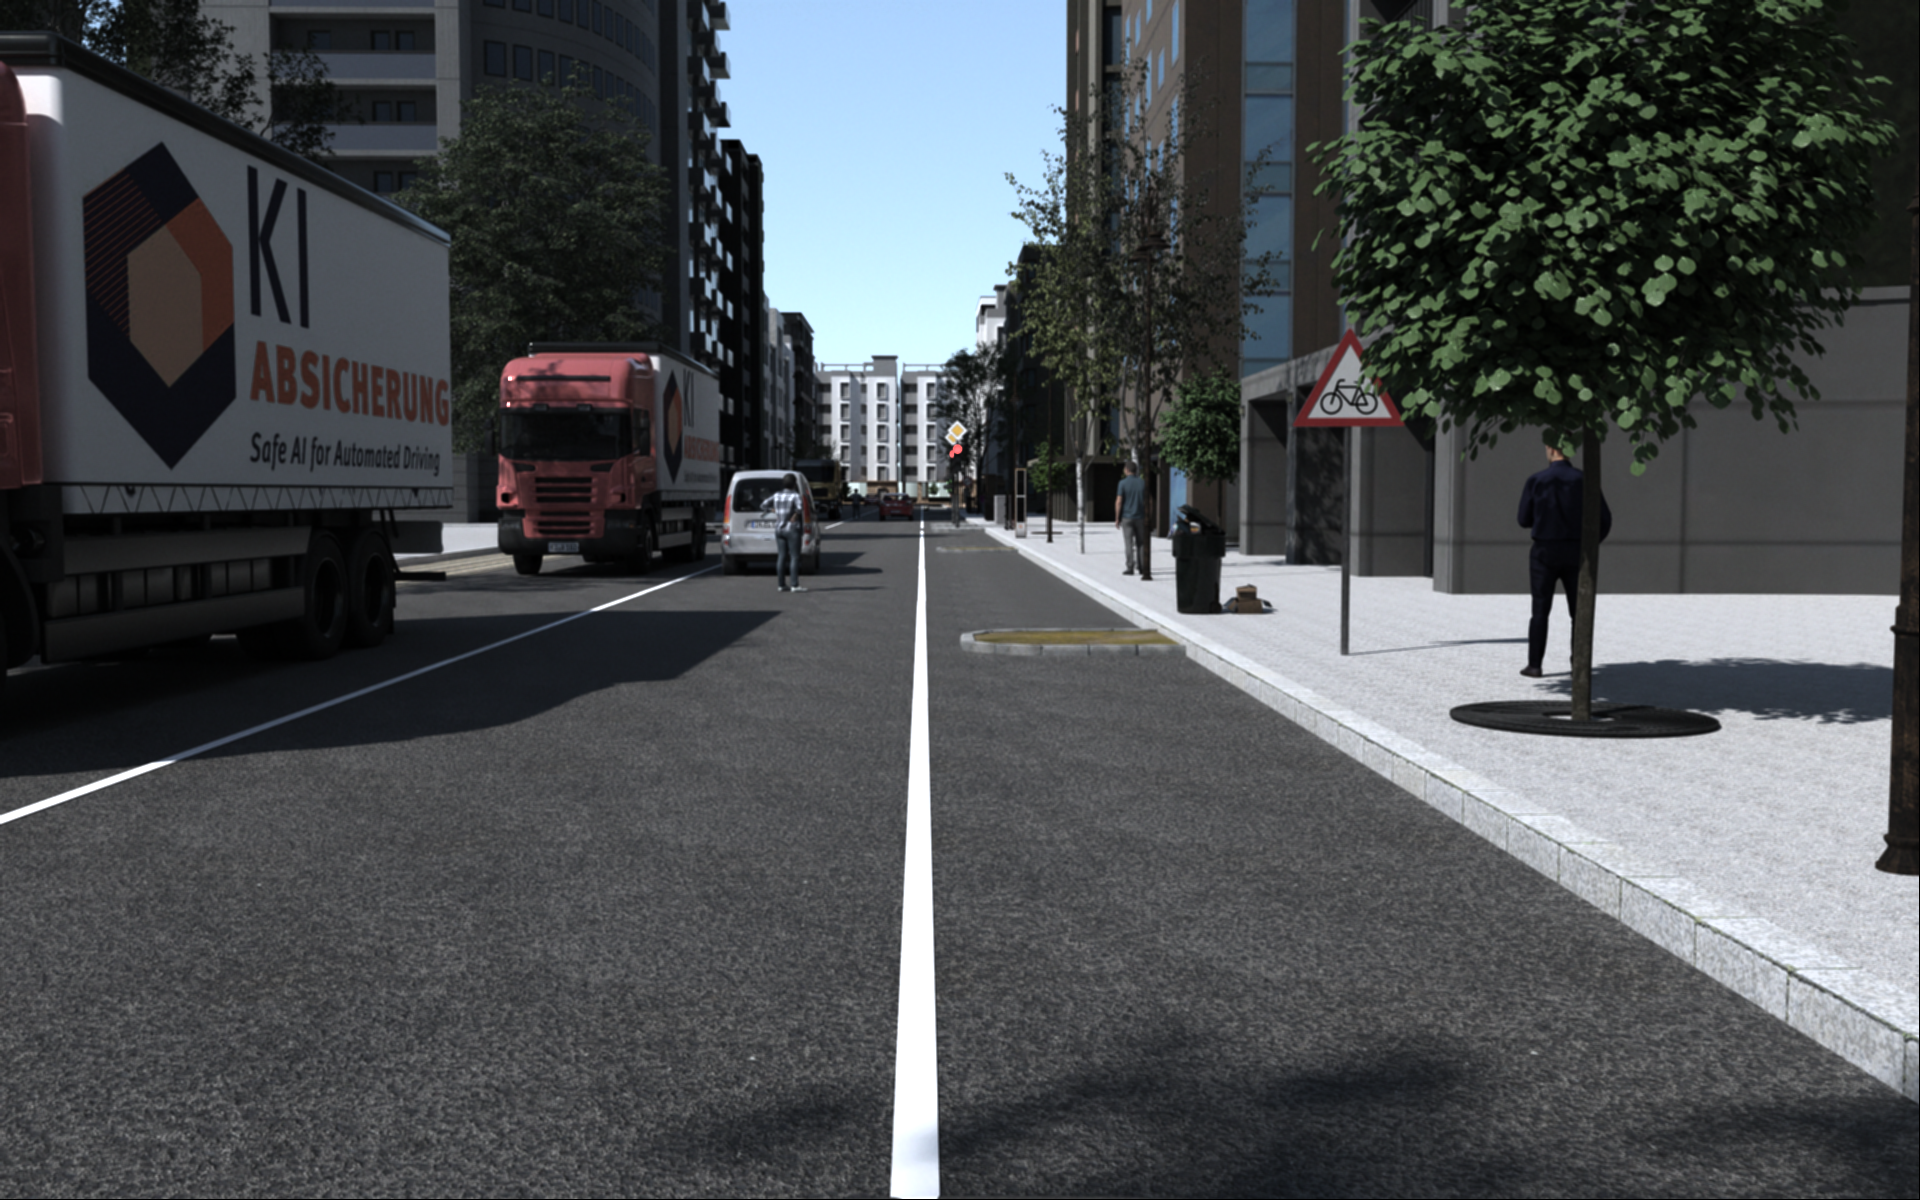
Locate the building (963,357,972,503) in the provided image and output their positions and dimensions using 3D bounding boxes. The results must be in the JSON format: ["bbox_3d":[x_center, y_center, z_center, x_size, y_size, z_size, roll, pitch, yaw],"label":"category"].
[{"bbox_3d":[8.861,-22.076,217.361,16.016,20.091,11.380,0,4,-1],"label":"building"}]

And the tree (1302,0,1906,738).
[{"bbox_3d":[3.451,-1.583,9.603,4.285,4.588,4.351,0,3,0],"label":"tree"}]

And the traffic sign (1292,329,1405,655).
[{"bbox_3d":[3.064,-0.839,13.723,0.884,2.594,0.081,0,4,-1],"label":"traffic sign"}]

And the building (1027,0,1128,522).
[{"bbox_3d":[18.058,-26.426,86.693,28.867,44.769,22.147,0,4,-1],"label":"building"}]

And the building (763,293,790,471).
[{"bbox_3d":[-25.776,-18.220,164.353,16.747,18.905,31.486,0,4,-1],"label":"building"}]

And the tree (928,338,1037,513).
[{"bbox_3d":[1.379,-11.582,115.128,9.928,11.665,9.643,0,3,0],"label":"tree"}]

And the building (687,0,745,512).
[{"bbox_3d":[-27.583,-30.479,117.942,23.786,49.044,30.456,0,4,-1],"label":"building"}]

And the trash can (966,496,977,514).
[{"bbox_3d":[0.737,-6.253,113.894,0.748,1.137,0.748,0,3,0],"label":"trash can"}]

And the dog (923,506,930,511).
[{"bbox_3d":[-2.832,-7.816,147.981,0.550,0.427,0.748,-1,4,-22],"label":"dog"}]

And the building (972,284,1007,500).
[{"bbox_3d":[9.583,-18.694,162.061,16.016,20.091,11.380,0,4,-1],"label":"building"}]

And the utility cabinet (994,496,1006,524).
[{"bbox_3d":[1.971,-3.802,73.329,1.020,1.237,0.306,-1,4,-22],"label":"utility cabinet"}]

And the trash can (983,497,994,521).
[{"bbox_3d":[1.468,-4.338,82.584,0.748,1.137,0.748,0,3,0],"label":"trash can"}]

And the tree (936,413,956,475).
[{"bbox_3d":[0.339,-11.538,139.001,4.737,8.622,4.395,0,3,0],"label":"tree"}]

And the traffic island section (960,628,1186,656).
[{"bbox_3d":[1.002,0.399,16.346,1.991,0.108,1.994,0,4,-1],"label":"traffic island section"}]

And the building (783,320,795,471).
[{"bbox_3d":[-25.682,-20.147,185.824,16.016,20.091,11.380,0,4,-1],"label":"building"}]

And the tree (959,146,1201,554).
[{"bbox_3d":[2.688,-5.288,36.829,4.737,8.622,4.395,0,3,0],"label":"tree"}]

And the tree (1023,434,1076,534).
[{"bbox_3d":[2.807,-3.740,55.759,1.663,3.219,1.824,0,3,0],"label":"tree"}]

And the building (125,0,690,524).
[{"bbox_3d":[-26.196,-33.353,87.321,21.231,58.520,28.212,0,4,-1],"label":"building"}]

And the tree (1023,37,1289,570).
[{"bbox_3d":[3.181,-4.809,28.995,4.360,8.622,3.978,0,3,0],"label":"tree"}]

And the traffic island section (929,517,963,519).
[{"bbox_3d":[-0.812,-4.672,99.251,1.991,0.108,1.994,0,4,-1],"label":"traffic island section"}]

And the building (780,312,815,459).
[{"bbox_3d":[-34.404,-22.281,208.266,32.646,21.610,27.936,0,4,-1],"label":"building"}]

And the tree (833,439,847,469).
[{"bbox_3d":[-17.105,-16.861,226.031,4.737,8.622,4.395,0,3,0],"label":"tree"}]

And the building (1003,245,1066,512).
[{"bbox_3d":[17.892,-17.739,135.078,27.650,21.520,28.899,0,4,-1],"label":"building"}]

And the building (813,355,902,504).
[{"bbox_3d":[-14.266,-23.594,242.183,11.380,20.091,16.016,0,4,-1],"label":"building"}]

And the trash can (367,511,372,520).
[{"bbox_3d":[-12.040,-1.401,34.557,0.748,1.137,0.748,0,3,0],"label":"trash can"}]

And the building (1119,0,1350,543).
[{"bbox_3d":[12.472,-24.505,50.770,14.600,45.320,14.200,0,4,-1],"label":"building"}]

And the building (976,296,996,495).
[{"bbox_3d":[15.691,-21.499,195.486,27.936,21.610,32.646,0,4,-1],"label":"building"}]

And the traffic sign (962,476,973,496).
[{"bbox_3d":[0.528,-7.535,123.307,0.768,2.556,0.104,0,4,2],"label":"traffic sign"}]

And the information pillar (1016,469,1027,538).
[{"bbox_3d":[1.787,-2.821,50.623,0.304,2.012,0.304,0,4,8],"label":"information pillar"}]

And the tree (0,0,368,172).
[{"bbox_3d":[-12.776,-5.464,23.750,7.601,10.594,8.767,1,4,21],"label":"tree"}]

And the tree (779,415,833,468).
[{"bbox_3d":[-14.727,-12.928,161.733,4.737,8.622,4.395,0,3,0],"label":"tree"}]

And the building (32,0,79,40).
[{"bbox_3d":[-50.759,-18.872,80.253,14.107,30.474,14.160,0,4,-1],"label":"building"}]

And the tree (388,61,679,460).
[{"bbox_3d":[-13.019,-8.850,51.351,9.857,13.997,8.962,0,3,0],"label":"tree"}]

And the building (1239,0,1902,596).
[{"bbox_3d":[16.379,-35.868,24.701,20.563,71.187,20.611,0,4,-1],"label":"building"}]

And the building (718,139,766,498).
[{"bbox_3d":[-23.549,-22.581,140.905,14.160,30.474,14.107,0,4,-1],"label":"building"}]

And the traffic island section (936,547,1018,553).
[{"bbox_3d":[0.402,-1.249,43.283,1.991,0.108,1.994,0,4,-1],"label":"traffic island section"}]

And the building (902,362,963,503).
[{"bbox_3d":[-2.631,-23.623,242.653,11.380,20.091,16.016,0,4,-1],"label":"building"}]
